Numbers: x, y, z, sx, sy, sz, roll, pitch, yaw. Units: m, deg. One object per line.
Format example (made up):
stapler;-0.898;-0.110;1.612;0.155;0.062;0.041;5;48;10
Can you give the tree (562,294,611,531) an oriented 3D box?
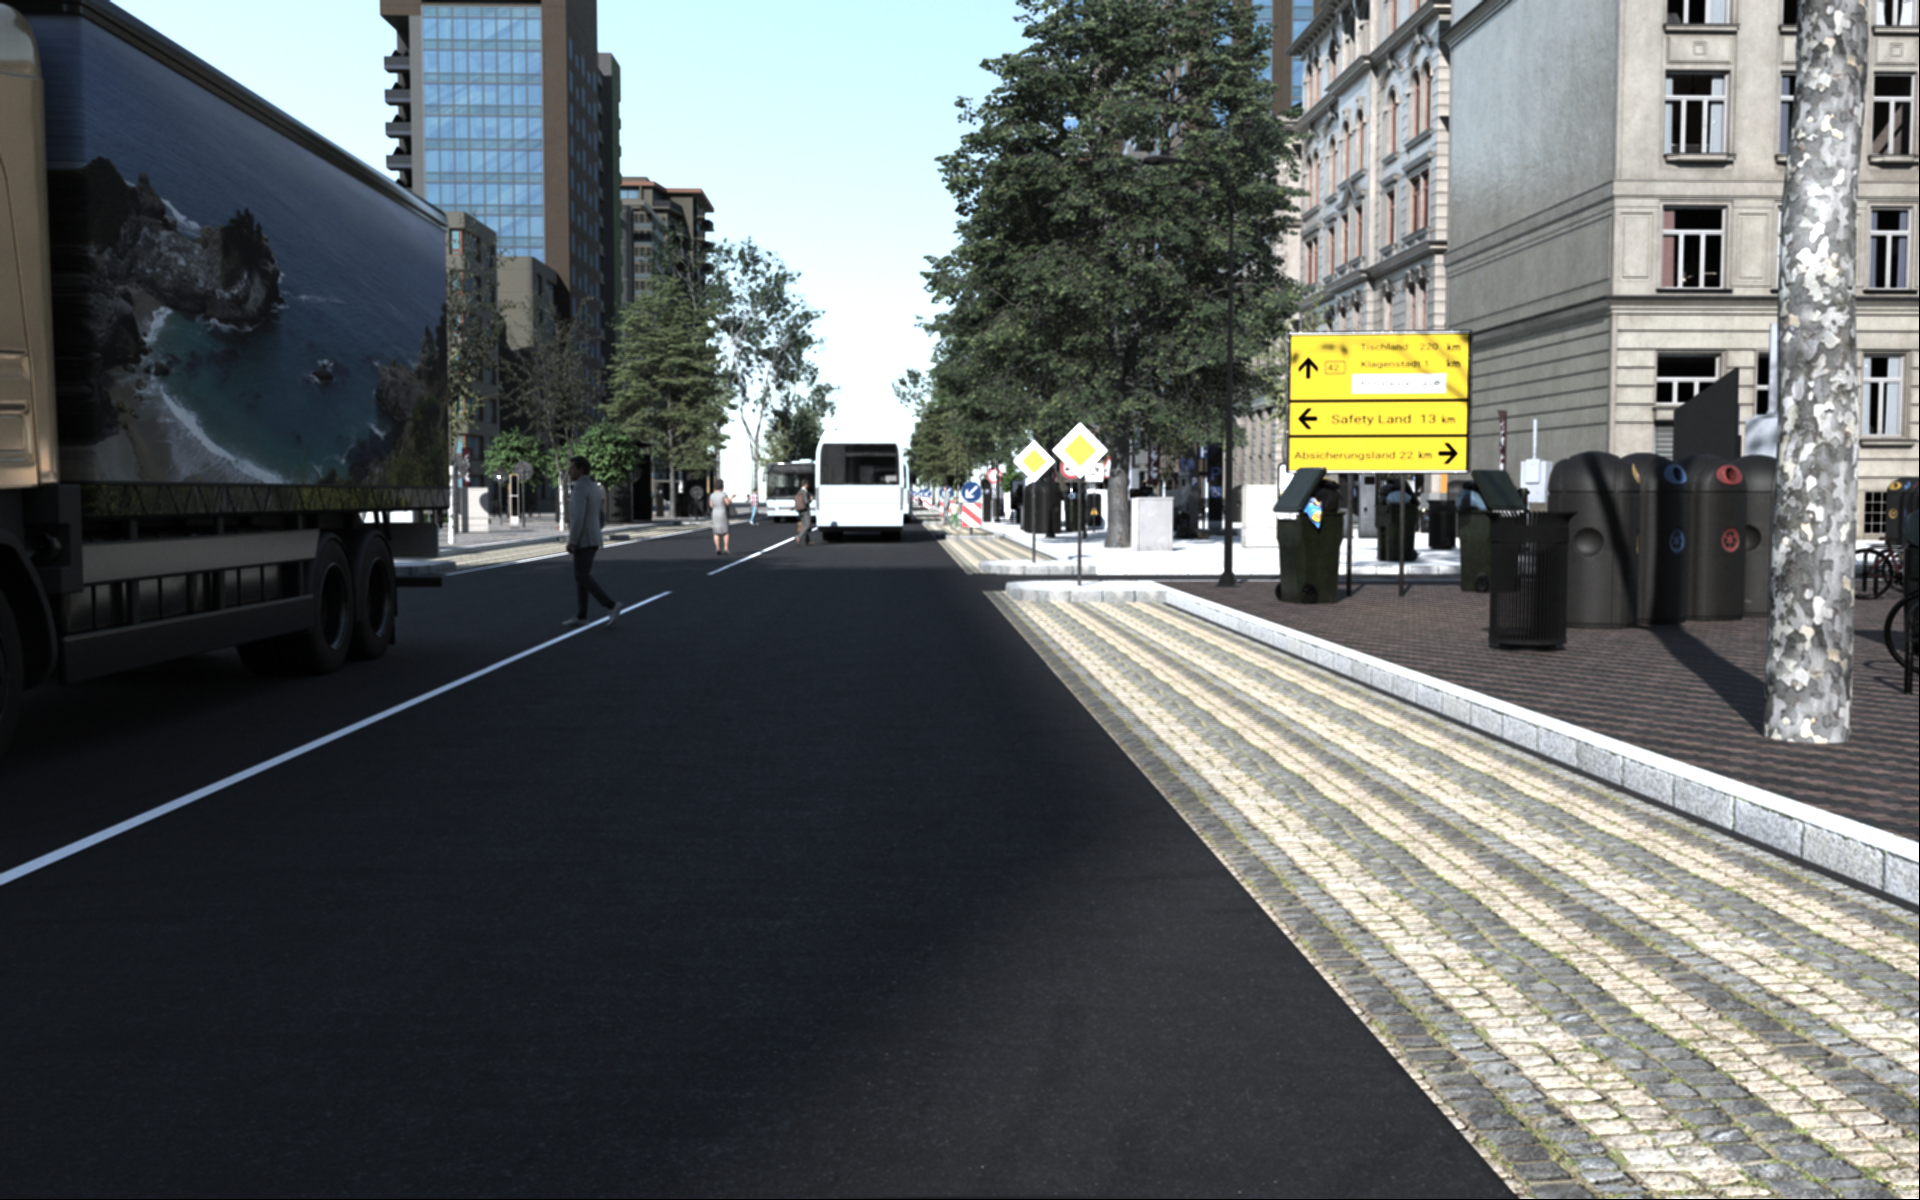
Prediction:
tree;-14.020;-6.724;60.292;4.360;8.622;3.978;0;3;0

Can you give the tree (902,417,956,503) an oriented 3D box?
tree;-4.469;-20.335;249.485;9.611;12.733;9.660;0;3;0

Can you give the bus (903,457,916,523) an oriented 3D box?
bus;-3.790;-5.762;89.073;2.948;3.499;13.247;0;4;-1

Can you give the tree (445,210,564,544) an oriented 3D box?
tree;-13.344;-5.760;44.541;4.360;8.622;3.978;0;3;0

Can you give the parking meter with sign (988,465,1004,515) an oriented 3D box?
parking meter with sign;2.373;-6.603;104.216;0.543;3.016;1.738;2;4;35

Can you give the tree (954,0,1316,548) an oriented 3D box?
tree;3.903;-8.227;41.165;9.857;13.997;8.962;0;3;0

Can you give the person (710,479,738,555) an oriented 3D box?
person;-5.498;-1.944;40.641;0.716;1.782;0.532;2;4;27

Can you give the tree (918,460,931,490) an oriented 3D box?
tree;-3.040;-16.390;218.338;4.360;8.622;3.978;0;3;0

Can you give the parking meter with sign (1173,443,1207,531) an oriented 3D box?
parking meter with sign;7.859;-3.868;59.502;0.543;3.016;1.738;-2;4;-31

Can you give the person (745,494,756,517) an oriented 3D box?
person;-13.062;-5.907;108.269;0.628;1.438;0.799;1;4;10

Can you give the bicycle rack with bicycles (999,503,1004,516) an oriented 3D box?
bicycle rack with bicycles;3.383;-5.377;101.288;2.925;0.926;2.852;0;4;-8

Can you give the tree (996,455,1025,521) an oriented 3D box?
tree;2.440;-5.385;82.653;1.663;3.219;1.824;0;3;0

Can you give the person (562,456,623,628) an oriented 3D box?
person;-3.974;-0.635;18.722;0.795;1.843;0.661;1;4;13

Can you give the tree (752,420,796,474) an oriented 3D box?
tree;-18.075;-13.292;167.694;4.737;8.622;4.395;0;3;0

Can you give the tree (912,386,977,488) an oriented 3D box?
tree;-0.963;-15.174;166.219;7.486;12.596;7.792;0;3;0

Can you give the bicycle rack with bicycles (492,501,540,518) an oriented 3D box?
bicycle rack with bicycles;-24.376;-5.022;95.494;2.852;0.926;2.925;-2;4;-27

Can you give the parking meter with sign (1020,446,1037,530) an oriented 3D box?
parking meter with sign;2.512;-4.053;62.524;0.543;3.016;1.738;1;4;11

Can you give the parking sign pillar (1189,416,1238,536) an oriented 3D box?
parking sign pillar;7.980;-4.015;54.115;1.447;3.967;1.447;0;4;7

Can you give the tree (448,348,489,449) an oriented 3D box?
tree;-25.183;-8.197;84.387;4.737;8.622;4.395;0;3;0

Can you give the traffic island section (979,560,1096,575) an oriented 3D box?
traffic island section;1.395;-0.607;32.207;2.009;0.180;2.903;0;4;-2

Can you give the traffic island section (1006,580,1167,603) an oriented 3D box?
traffic island section;1.689;-0.119;24.227;2.009;0.180;2.903;0;4;-2

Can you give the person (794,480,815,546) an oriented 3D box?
person;-4.332;-2.414;47.935;0.822;1.834;0.622;-3;5;-42

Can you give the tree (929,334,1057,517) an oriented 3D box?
tree;1.856;-10.485;97.181;9.928;11.665;9.643;0;3;0

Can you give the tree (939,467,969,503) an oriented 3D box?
tree;-0.526;-11.579;173.031;4.285;4.588;4.351;0;3;0

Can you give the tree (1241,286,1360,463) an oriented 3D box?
tree;11.761;-6.738;60.527;4.737;8.622;4.395;0;3;0

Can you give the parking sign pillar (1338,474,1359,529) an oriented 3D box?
parking sign pillar;14.498;-4.646;64.427;1.447;3.967;1.447;2;4;31

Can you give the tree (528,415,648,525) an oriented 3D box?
tree;-14.598;-5.376;71.615;4.285;4.588;4.351;0;3;0

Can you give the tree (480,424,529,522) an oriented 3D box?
tree;-20.692;-5.952;81.033;4.285;4.588;4.351;0;3;0

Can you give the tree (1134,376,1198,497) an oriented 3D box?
tree;12.304;-9.284;102.161;4.360;8.622;3.978;0;3;0

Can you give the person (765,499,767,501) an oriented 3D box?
person;-11.770;-6.137;109.666;1.217;1.723;0.721;-1;4;-14

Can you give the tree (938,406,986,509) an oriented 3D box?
tree;0.057;-11.421;137.099;4.737;8.622;4.395;0;3;0

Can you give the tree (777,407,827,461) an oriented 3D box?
tree;-20.095;-18.756;224.791;7.486;12.596;7.792;0;3;0

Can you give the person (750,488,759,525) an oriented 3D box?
person;-9.670;-4.402;81.310;0.643;1.720;0.563;-2;4;-34

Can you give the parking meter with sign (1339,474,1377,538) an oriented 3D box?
parking meter with sign;11.898;-3.297;50.172;1.738;3.016;0.543;0;4;5

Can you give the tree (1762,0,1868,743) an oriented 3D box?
tree;5.688;-9.385;9.334;12.611;20.169;13.585;0;3;0

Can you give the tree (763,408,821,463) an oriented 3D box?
tree;-20.122;-17.240;207.636;9.928;11.665;9.643;0;3;0

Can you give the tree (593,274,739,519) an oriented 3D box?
tree;-15.312;-10.527;90.243;7.486;12.596;7.792;0;3;0

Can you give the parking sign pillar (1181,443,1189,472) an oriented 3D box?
parking sign pillar;11.932;-6.208;89.980;1.447;3.967;1.447;-1;4;-19

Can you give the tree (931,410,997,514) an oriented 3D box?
tree;1.216;-9.762;109.971;4.360;8.622;3.978;0;3;0

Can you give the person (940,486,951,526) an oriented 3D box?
person;-0.618;-4.251;78.099;0.391;1.810;0.635;-1;4;-22

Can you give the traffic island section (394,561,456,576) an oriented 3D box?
traffic island section;-10.489;-0.581;31.775;2.009;0.180;2.903;0;4;-2

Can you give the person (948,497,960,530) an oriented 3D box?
person;-0.242;-3.478;69.606;0.306;1.304;0.590;-3;5;-44

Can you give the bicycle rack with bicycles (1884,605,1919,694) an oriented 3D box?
bicycle rack with bicycles;7.336;0.141;11.077;2.852;0.926;2.925;-2;4;-33

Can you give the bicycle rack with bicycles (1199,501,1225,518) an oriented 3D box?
bicycle rack with bicycles;13.855;-4.924;93.894;2.852;0.926;2.925;0;4;-6

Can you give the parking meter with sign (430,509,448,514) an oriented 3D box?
parking meter with sign;-24.496;-5.184;81.017;0.543;3.016;1.738;-3;5;-40

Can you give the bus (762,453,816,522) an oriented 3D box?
bus;-8.278;-5.868;90.798;2.948;3.499;13.247;0;4;0

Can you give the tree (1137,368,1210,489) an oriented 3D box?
tree;10.066;-7.843;78.599;4.737;8.622;4.395;0;3;0

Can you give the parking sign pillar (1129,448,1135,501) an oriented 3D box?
parking sign pillar;8.954;-6.527;95.182;1.447;3.967;1.447;0;4;0

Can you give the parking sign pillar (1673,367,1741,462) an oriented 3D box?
parking sign pillar;16.125;-2.993;37.414;1.447;3.967;1.447;3;5;42

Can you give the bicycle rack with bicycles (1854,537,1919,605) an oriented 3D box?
bicycle rack with bicycles;12.465;-0.494;21.459;2.925;0.926;2.852;2;4;25

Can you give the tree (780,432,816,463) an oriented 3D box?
tree;-19.050;-15.358;201.471;4.360;8.622;3.978;0;3;0
